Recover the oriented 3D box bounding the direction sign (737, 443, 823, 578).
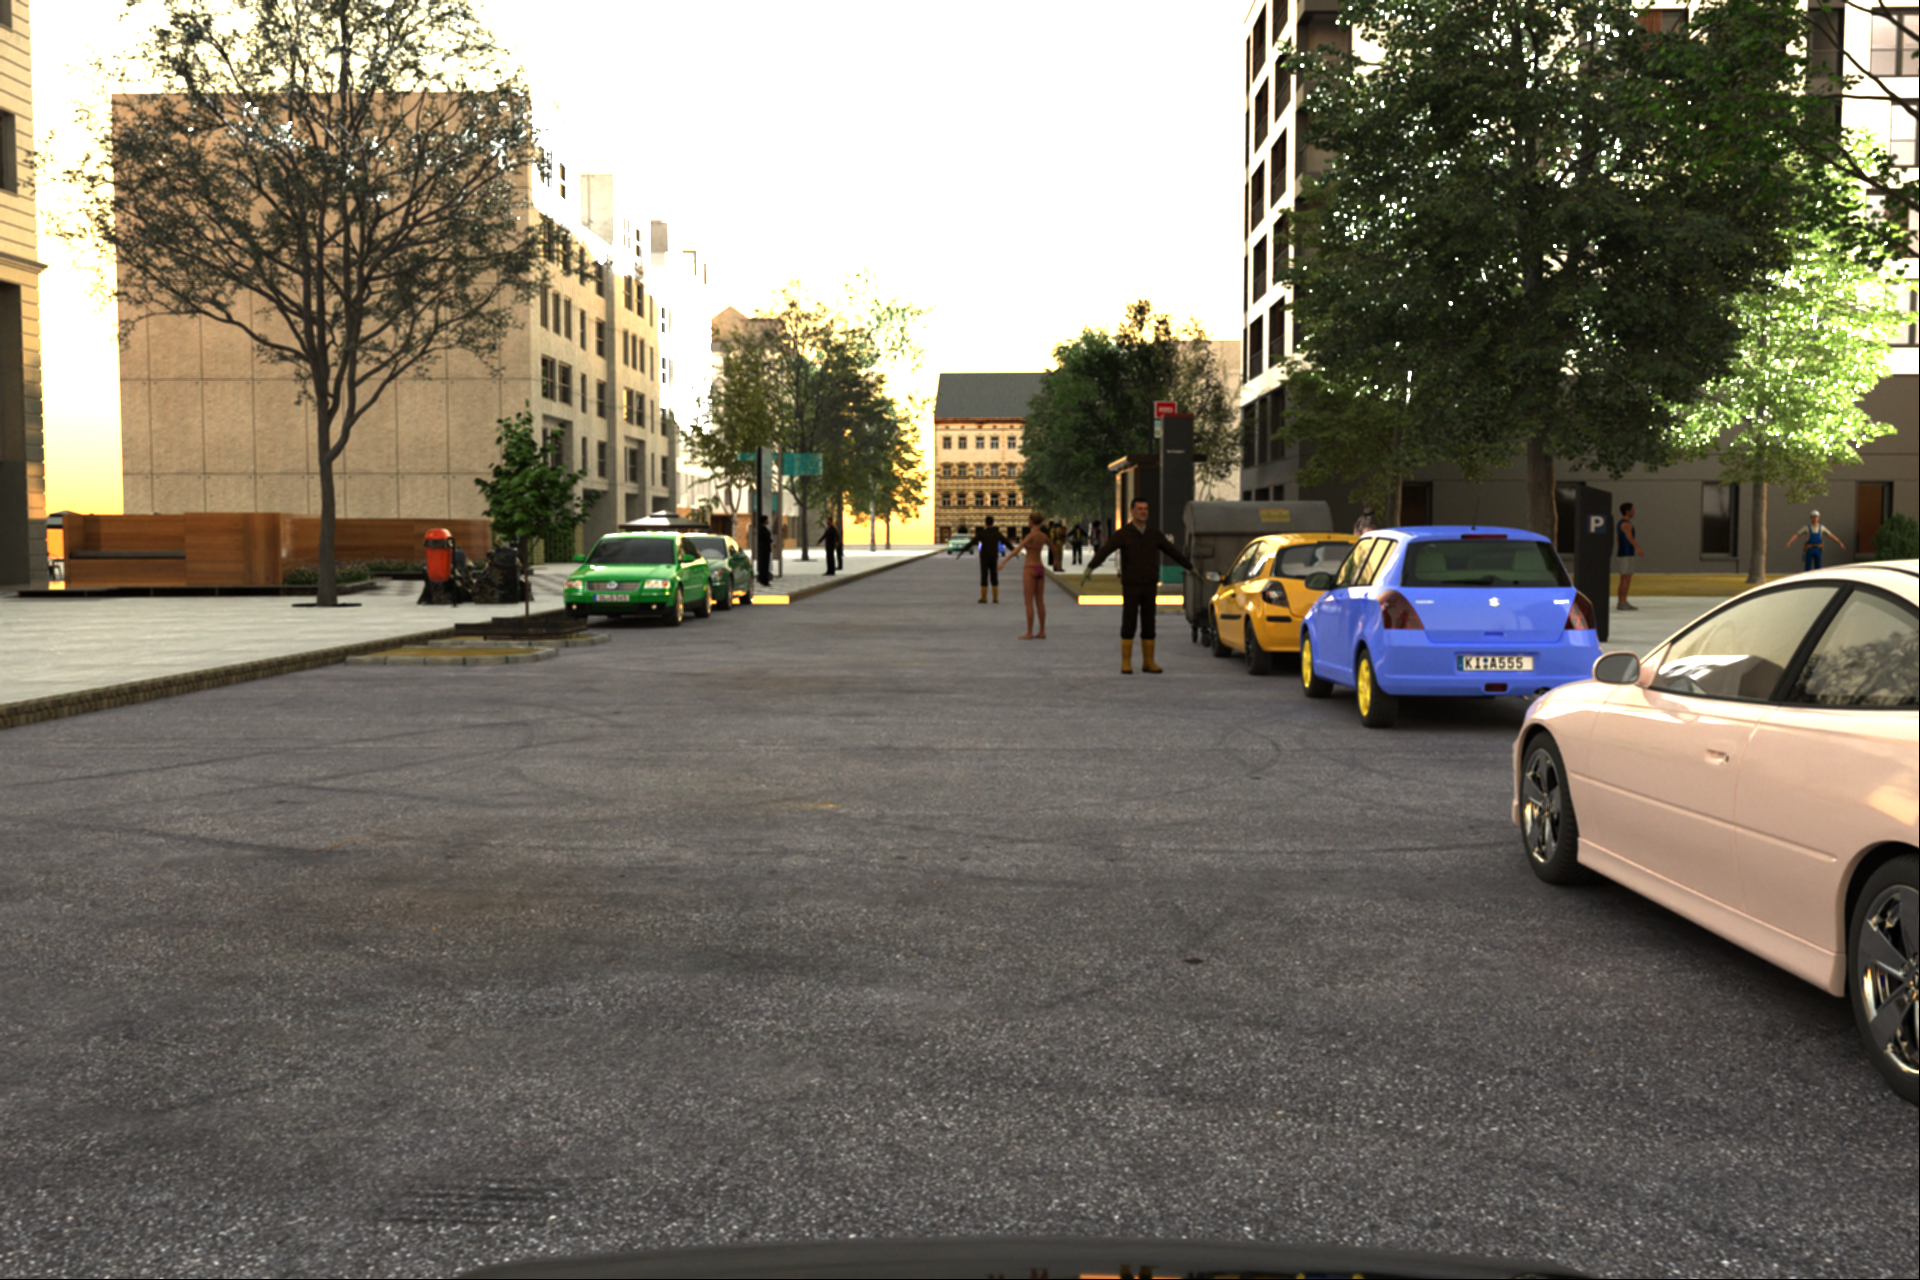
[{"bbox_3d":[-5.279,-3.834,51.441,2.525,3.948,1.411,0,4,1],"label":"direction sign"}]

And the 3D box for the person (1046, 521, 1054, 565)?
[{"bbox_3d":[3.772,-3.958,70.896,0.705,1.806,1.347,-1,4,-21],"label":"person"}]

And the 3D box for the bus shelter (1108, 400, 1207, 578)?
[{"bbox_3d":[5.446,-4.400,49.576,2.179,5.291,8.768,0,4,0],"label":"bus shelter"}]

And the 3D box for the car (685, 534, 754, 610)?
[{"bbox_3d":[-5.192,-1.364,34.103,2.131,1.459,4.920,0,4,1],"label":"car"}]

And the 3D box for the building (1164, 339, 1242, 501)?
[{"bbox_3d":[26.870,-18.313,165.880,16.747,18.905,31.486,0,4,1],"label":"building"}]

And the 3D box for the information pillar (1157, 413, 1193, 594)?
[{"bbox_3d":[4.674,-2.941,37.465,0.750,3.857,0.750,0,3,0],"label":"information pillar"}]

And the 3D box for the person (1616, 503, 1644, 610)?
[{"bbox_3d":[11.295,-1.415,29.306,0.704,1.807,1.345,1,4,9],"label":"person"}]

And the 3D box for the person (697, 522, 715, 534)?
[{"bbox_3d":[-10.259,-3.904,70.100,1.348,1.796,0.705,0,4,7],"label":"person"}]

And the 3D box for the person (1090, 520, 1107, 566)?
[{"bbox_3d":[5.508,-3.860,69.252,0.704,1.843,1.345,-2,4,-28],"label":"person"}]

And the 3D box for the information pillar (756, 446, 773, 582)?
[{"bbox_3d":[-5.330,-3.419,47.212,0.184,3.620,1.656,0,4,3],"label":"information pillar"}]

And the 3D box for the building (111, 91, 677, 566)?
[{"bbox_3d":[-25.267,-13.390,85.385,16.747,18.905,31.486,0,4,1],"label":"building"}]

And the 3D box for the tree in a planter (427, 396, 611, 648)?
[{"bbox_3d":[-5.691,-1.556,22.661,1.991,3.239,1.994,0,4,2],"label":"tree in a planter"}]

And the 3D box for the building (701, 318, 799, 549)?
[{"bbox_3d":[-20.639,-18.126,152.781,16.016,20.090,11.380,0,4,0],"label":"building"}]

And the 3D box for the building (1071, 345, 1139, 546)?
[{"bbox_3d":[26.463,-21.942,202.729,27.936,21.610,32.646,0,4,1],"label":"building"}]

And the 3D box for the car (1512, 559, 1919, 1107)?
[{"bbox_3d":[3.300,0.410,5.660,2.083,1.381,4.827,0,4,0],"label":"car"}]

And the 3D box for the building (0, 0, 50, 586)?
[{"bbox_3d":[-28.218,-15.294,27.550,11.434,29.767,29.804,0,4,1],"label":"building"}]

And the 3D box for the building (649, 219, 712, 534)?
[{"bbox_3d":[-22.203,-15.231,105.453,16.016,20.090,11.380,0,4,1],"label":"building"}]

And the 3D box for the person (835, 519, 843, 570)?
[{"bbox_3d":[-4.362,-3.420,62.050,0.705,1.813,1.348,0,4,2],"label":"person"}]

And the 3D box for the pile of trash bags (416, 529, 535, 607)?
[{"bbox_3d":[-9.065,-1.346,31.763,1.912,1.369,3.447,0,4,1],"label":"pile of trash bags"}]

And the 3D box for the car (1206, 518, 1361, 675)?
[{"bbox_3d":[3.782,-0.537,19.004,2.015,1.641,3.980,0,4,0],"label":"car"}]

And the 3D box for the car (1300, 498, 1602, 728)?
[{"bbox_3d":[3.846,-0.275,14.091,1.945,1.707,3.694,0,4,1],"label":"car"}]

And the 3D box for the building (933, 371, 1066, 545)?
[{"bbox_3d":[6.209,-24.448,233.114,18.063,23.208,19.493,0,4,4],"label":"building"}]

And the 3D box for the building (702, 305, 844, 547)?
[{"bbox_3d":[-21.866,-21.074,175.487,19.493,23.208,18.063,0,4,1],"label":"building"}]

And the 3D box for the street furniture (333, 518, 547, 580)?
[{"bbox_3d":[-16.625,-2.669,50.492,11.010,1.723,9.812,1,4,10],"label":"street furniture"}]

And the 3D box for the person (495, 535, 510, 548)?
[{"bbox_3d":[-18.022,-3.844,69.039,0.705,1.806,1.347,2,4,35],"label":"person"}]

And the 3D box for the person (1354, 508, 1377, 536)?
[{"bbox_3d":[7.236,-1.476,30.841,0.551,1.740,0.621,3,5,45],"label":"person"}]

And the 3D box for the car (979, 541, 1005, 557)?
[{"bbox_3d":[2.079,-6.242,111.655,1.945,1.707,3.694,0,4,1],"label":"car"}]

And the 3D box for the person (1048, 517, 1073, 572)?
[{"bbox_3d":[3.368,-3.262,59.098,0.705,1.858,1.354,-2,4,-34],"label":"person"}]

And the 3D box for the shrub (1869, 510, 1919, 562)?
[{"bbox_3d":[29.296,-3.034,54.021,1.690,2.028,1.600,0,3,0],"label":"shrub"}]

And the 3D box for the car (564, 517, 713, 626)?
[{"bbox_3d":[-5.203,-1.195,28.336,1.959,1.807,4.718,0,4,1],"label":"car"}]

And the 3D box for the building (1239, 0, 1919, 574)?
[{"bbox_3d":[25.300,-13.916,71.502,27.936,21.610,32.646,0,4,1],"label":"building"}]

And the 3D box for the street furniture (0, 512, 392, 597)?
[{"bbox_3d":[-15.701,-1.968,39.033,9.812,1.723,11.010,-1,4,-10],"label":"street furniture"}]

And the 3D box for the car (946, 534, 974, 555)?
[{"bbox_3d":[0.053,-6.780,122.647,2.131,1.459,4.920,0,4,1],"label":"car"}]
